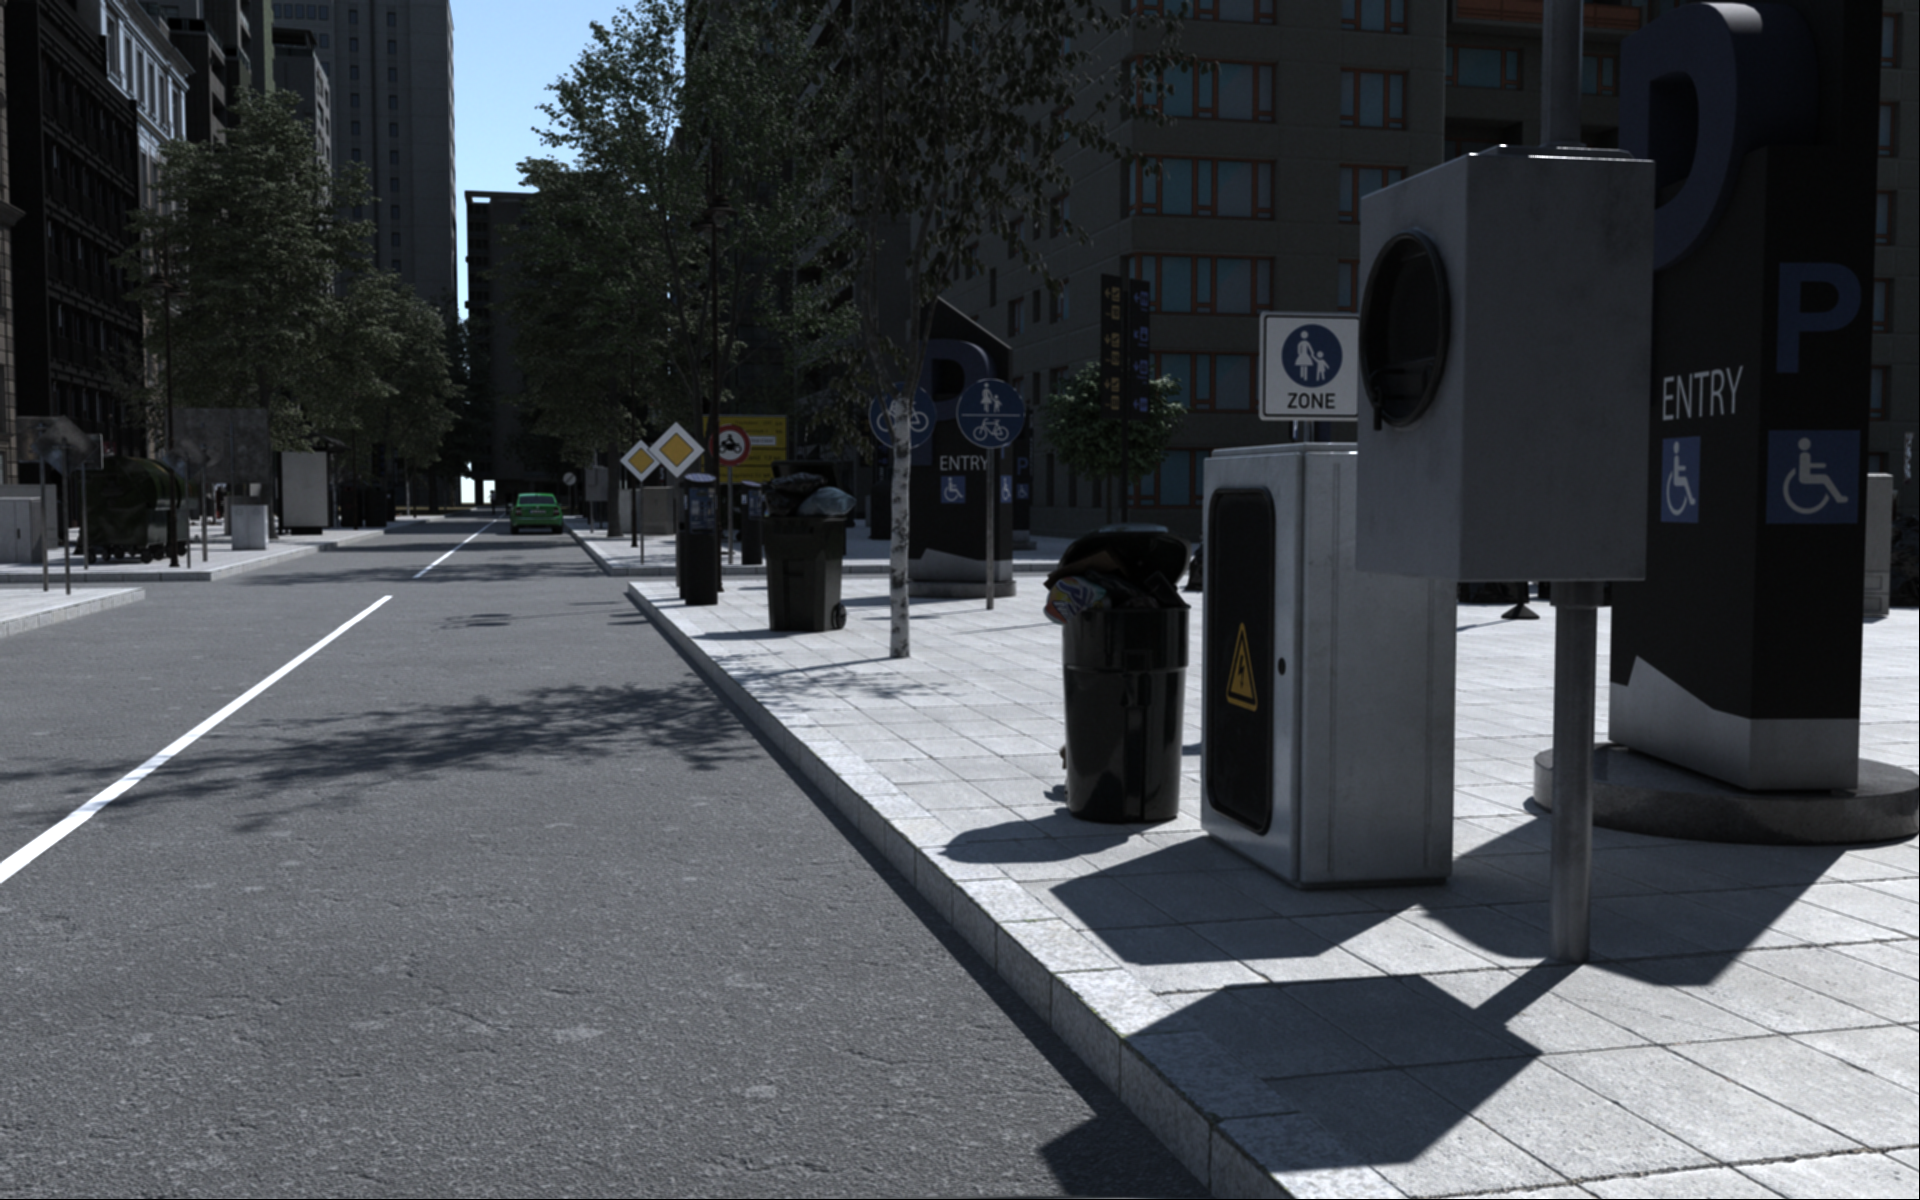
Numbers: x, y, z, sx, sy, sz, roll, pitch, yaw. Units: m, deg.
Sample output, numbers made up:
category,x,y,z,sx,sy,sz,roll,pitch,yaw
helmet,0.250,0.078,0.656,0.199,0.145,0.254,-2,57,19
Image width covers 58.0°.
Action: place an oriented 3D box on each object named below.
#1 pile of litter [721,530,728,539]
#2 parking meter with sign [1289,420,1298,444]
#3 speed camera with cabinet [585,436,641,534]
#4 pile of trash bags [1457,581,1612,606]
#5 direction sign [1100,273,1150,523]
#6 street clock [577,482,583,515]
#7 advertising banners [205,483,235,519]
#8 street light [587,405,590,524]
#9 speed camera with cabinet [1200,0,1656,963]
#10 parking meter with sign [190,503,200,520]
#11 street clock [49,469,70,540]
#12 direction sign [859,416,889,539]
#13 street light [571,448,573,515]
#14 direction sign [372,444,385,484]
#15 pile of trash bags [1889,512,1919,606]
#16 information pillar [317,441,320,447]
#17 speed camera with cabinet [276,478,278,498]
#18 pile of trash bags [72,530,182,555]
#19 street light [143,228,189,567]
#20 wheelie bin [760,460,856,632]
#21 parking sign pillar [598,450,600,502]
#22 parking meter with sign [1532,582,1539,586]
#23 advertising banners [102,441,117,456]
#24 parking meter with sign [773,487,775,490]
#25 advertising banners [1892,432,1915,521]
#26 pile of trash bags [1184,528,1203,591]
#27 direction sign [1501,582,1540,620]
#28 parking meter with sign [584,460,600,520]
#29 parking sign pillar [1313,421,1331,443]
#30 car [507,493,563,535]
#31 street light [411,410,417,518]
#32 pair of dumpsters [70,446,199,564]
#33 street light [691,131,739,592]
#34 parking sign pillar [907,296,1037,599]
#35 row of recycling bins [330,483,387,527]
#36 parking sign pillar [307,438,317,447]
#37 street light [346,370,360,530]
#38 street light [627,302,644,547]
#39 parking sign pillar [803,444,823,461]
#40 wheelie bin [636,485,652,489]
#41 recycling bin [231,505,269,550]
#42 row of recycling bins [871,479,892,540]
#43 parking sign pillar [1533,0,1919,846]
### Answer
category,x,y,z,sx,sy,sz,roll,pitch,yaw
pile of litter,-7.220,-2.184,49.680,1.176,0.858,1.719,-1,4,-13
parking meter with sign,6.520,-2.567,38.227,1.738,3.016,0.543,1,4,22
speed camera with cabinet,-11.364,-3.825,56.876,2.038,3.252,0.660,2,4,32
pile of trash bags,7.547,-0.666,20.650,3.447,1.369,1.912,1,4,20
direction sign,1.734,-1.603,18.204,0.379,3.537,0.876,3,5,39
street clock,-23.026,-6.159,105.276,0.471,2.002,0.358,-1,4,-20
advertising banners,-38.324,-5.694,89.282,2.074,3.025,0.090,1,4,12
street light,-15.659,-6.130,73.014,0.468,5.910,1.993,-1,4,-14
speed camera with cabinet,1.352,-0.681,5.470,0.660,3.252,2.038,-1,4,-11
parking meter with sign,-37.885,-5.375,84.145,0.543,3.016,1.738,3,4,37
street clock,-24.979,-2.662,48.095,0.471,2.002,0.358,-1,4,-19
direction sign,-2.481,-3.549,50.018,0.876,3.537,0.379,1,4,17
street light,-23.391,-8.042,104.279,0.468,5.910,1.993,-1,4,-14
direction sign,-26.454,-5.309,78.805,0.379,3.537,0.876,1,4,17
pile of trash bags,12.138,-0.620,19.895,3.447,1.369,1.912,2,4,28
information pillar,-28.364,-5.215,76.627,0.183,3.616,0.504,-2,4,-25
speed camera with cabinet,-35.462,-6.009,92.585,2.038,3.252,0.660,-3,5,-44
pile of trash bags,-18.038,-1.741,38.219,1.912,1.369,3.447,0,4,-4
street light,-13.845,-3.521,30.349,0.468,5.910,1.993,-1,4,-14
wheelie bin,-1.443,-0.514,16.308,0.980,1.594,0.693,1,4,16
parking sign pillar,-21.742,-7.095,104.475,1.447,3.967,1.447,-1,4,-21
parking meter with sign,8.235,-1.679,23.712,0.543,3.016,1.738,0,4,4
advertising banners,-27.768,-3.781,58.014,0.090,3.025,2.074,2,4,26
parking meter with sign,-11.117,-6.686,105.571,1.738,3.016,0.543,-2,4,-26
advertising banners,26.080,-3.193,48.390,2.074,3.025,0.090,-2,4,-34
pile of trash bags,4.352,-0.887,24.256,1.912,1.369,3.447,1,4,21
direction sign,5.784,-1.576,17.769,0.379,3.537,0.876,2,4,26
parking meter with sign,-18.382,-5.534,86.746,0.543,3.016,1.738,0,4,-1
parking sign pillar,8.867,-3.342,43.122,1.447,3.967,1.447,0,4,2
car,-15.410,-3.308,62.883,1.959,1.807,4.718,-1,4,-16
street light,-29.420,-7.371,93.303,0.468,5.910,1.993,-1,4,-14
pair of dumpsters,-16.030,-1.911,33.733,1.574,2.255,4.437,-1,4,-14
street light,-3.184,-3.044,22.551,0.468,5.910,1.993,-1,4,-14
parking sign pillar,-0.006,-2.040,21.829,1.447,3.967,1.447,2,4,26
row of recycling bins,-24.080,-3.671,67.126,3.534,1.692,1.069,-1,4,-13
parking sign pillar,-26.411,-5.041,70.889,1.447,3.967,1.447,0,4,-4
street light,-21.567,-5.435,61.642,0.468,5.910,1.993,-1,4,-14
street light,-7.883,-4.219,41.768,0.468,5.910,1.993,-1,4,-14
parking sign pillar,-8.011,-6.481,94.431,1.447,3.967,1.447,3,5,44
wheelie bin,-10.791,-3.116,58.847,0.980,1.594,0.693,-2,4,-30
recycling bin,-16.330,-1.669,39.837,0.722,1.027,0.722,-1,4,-16
row of recycling bins,-0.826,-2.581,49.305,3.534,1.692,1.069,-1,4,-19
parking sign pillar,3.085,-1.127,6.906,1.447,3.967,1.447,0,4,-2
